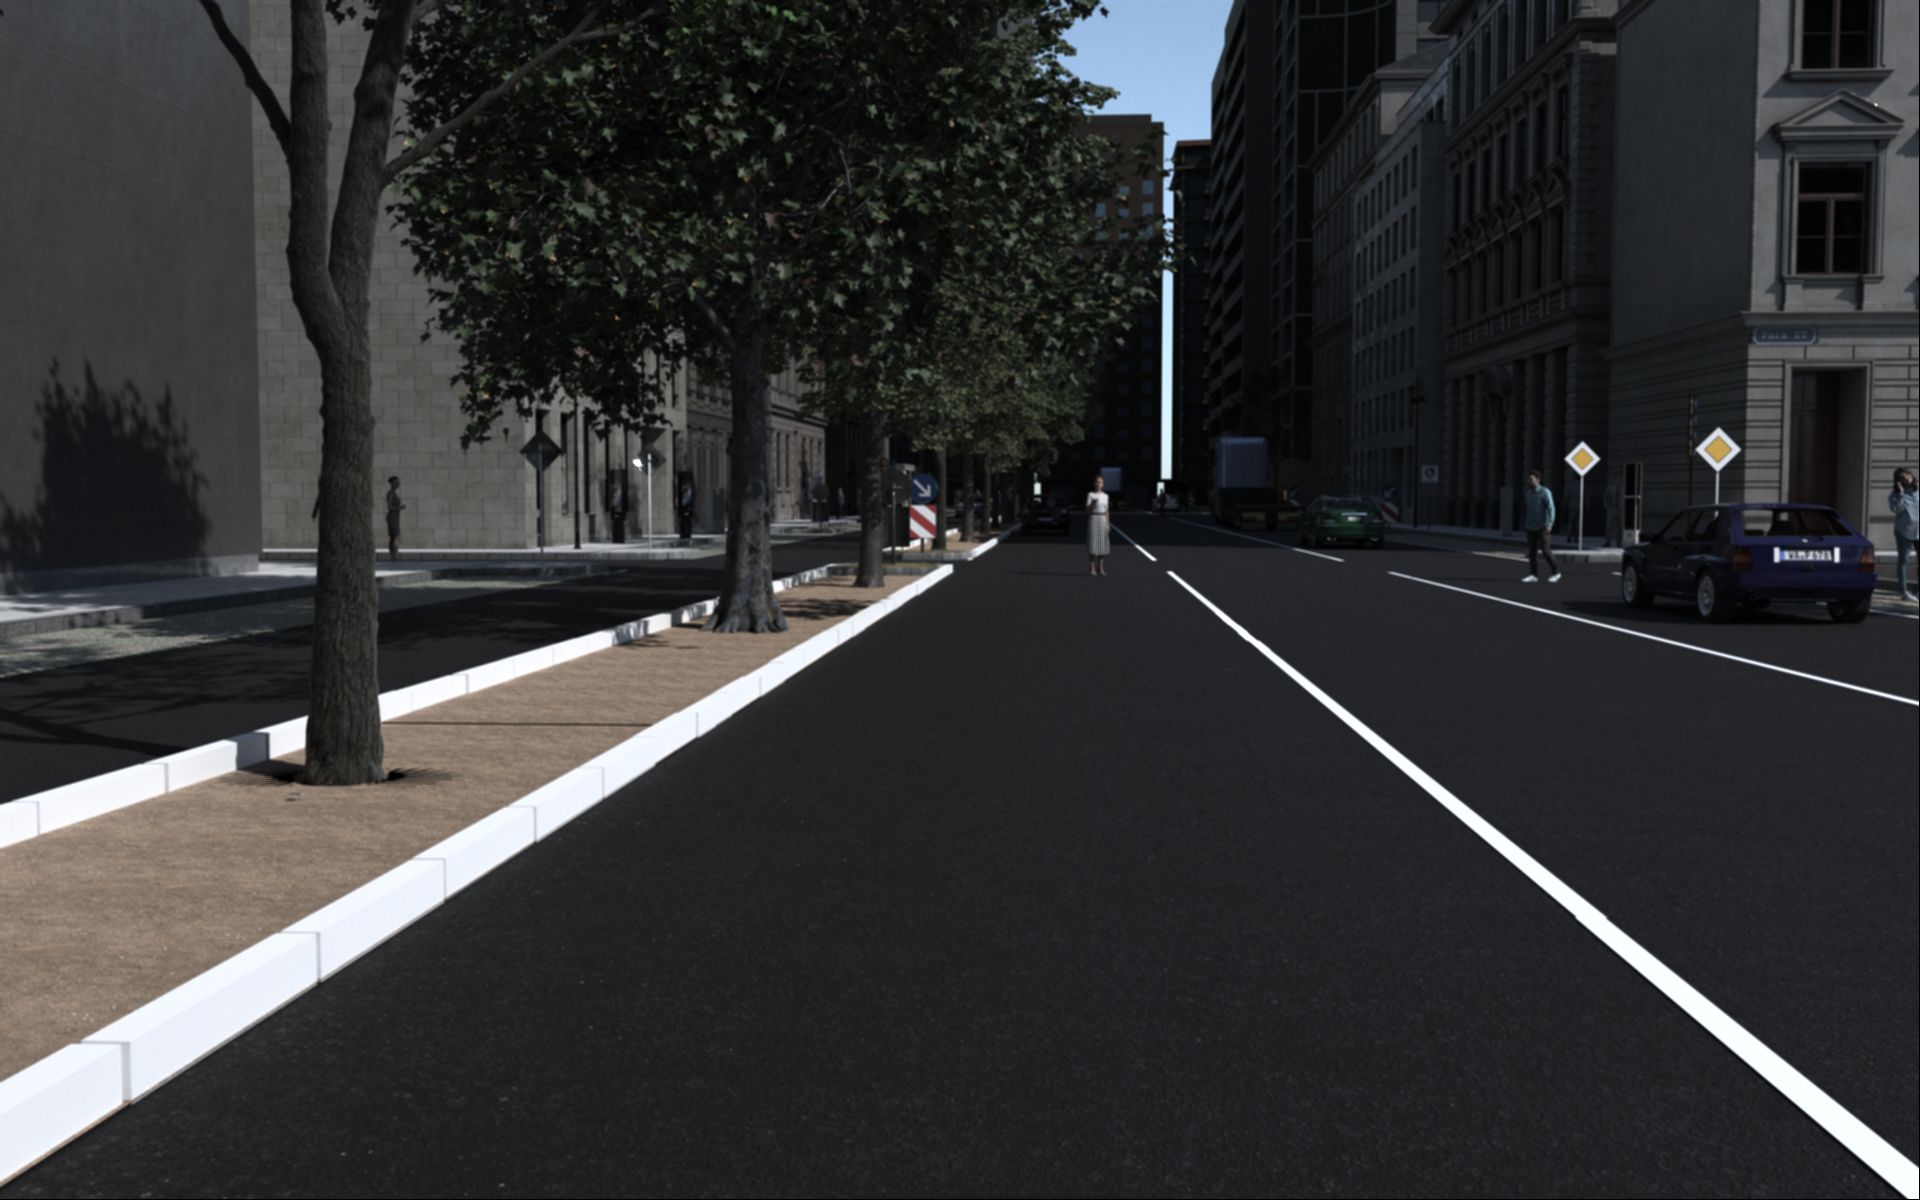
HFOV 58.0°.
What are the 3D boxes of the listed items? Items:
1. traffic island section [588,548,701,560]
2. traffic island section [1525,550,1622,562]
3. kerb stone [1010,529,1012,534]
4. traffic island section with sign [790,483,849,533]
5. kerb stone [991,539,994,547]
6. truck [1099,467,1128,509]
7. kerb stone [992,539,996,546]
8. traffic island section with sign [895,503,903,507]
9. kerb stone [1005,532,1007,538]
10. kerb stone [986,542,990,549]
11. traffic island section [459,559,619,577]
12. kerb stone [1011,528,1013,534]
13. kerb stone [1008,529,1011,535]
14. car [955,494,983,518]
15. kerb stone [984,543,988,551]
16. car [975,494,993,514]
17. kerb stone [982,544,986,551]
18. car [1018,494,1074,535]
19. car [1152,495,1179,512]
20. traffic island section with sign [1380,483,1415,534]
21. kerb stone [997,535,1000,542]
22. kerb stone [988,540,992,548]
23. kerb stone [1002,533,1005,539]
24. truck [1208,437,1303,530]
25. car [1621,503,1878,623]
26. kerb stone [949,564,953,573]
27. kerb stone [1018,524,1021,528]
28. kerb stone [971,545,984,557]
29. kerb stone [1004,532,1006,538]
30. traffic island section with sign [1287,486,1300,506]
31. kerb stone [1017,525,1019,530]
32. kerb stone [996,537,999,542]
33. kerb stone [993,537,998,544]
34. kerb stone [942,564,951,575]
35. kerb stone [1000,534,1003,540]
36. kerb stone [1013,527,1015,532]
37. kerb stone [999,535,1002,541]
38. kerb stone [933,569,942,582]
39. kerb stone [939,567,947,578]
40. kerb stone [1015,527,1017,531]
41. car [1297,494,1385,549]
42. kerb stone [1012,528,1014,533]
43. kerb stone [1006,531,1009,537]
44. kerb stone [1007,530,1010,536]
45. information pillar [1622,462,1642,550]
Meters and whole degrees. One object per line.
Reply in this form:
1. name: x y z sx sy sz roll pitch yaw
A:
1. traffic island section: -7.068 -1.041 39.297 2.009 0.180 2.903 0 4 4
2. traffic island section: 13.629 -0.958 37.938 2.009 0.180 2.903 0 4 4
3. kerb stone: 1.631 -2.270 59.307 0.120 0.150 1.000 0 4 4
4. traffic island section with sign: -5.137 -3.376 63.827 1.989 1.847 2.006 0 4 4
5. kerb stone: 0.752 -1.456 46.001 0.120 0.150 1.000 0 4 4
6. truck: 14.788 -10.900 167.974 2.967 4.110 18.799 0 4 4
7. kerb stone: 0.822 -1.510 47.021 0.120 0.150 1.000 0 4 4
8. traffic island section with sign: -3.300 -5.072 91.554 1.989 1.847 2.006 0 4 4
9. kerb stone: 1.351 -2.018 55.208 0.120 0.150 1.000 0 4 4
10. kerb stone: 0.613 -1.331 43.952 0.120 0.150 1.000 0 4 4
11. traffic island section: -7.591 -0.553 31.329 2.009 0.180 2.903 0 4 4
12. kerb stone: 1.688 -2.332 60.330 0.120 0.150 1.000 0 4 4
13. kerb stone: 1.557 -2.207 58.280 0.120 0.150 1.000 0 4 4
14. car: 0.738 -5.710 105.355 2.014 1.417 4.499 0 4 6
15. kerb stone: 0.548 -1.268 42.931 0.120 0.150 1.000 0 4 4
16. car: 1.489 -7.162 128.888 2.131 1.459 4.920 0 4 5
17. kerb stone: 0.479 -1.199 41.912 0.120 0.150 1.000 0 4 4
18. car: 3.069 -3.178 61.741 2.009 1.686 4.222 0 4 3
19. car: 16.360 -7.678 137.889 2.083 1.381 4.827 0 4 2
20. traffic island section with sign: 15.249 -3.294 62.484 1.989 1.847 2.006 0 4 4
21. kerb stone: 1.015 -1.706 50.092 0.120 0.150 1.000 0 4 4
22. kerb stone: 0.683 -1.393 44.971 0.120 0.150 1.000 0 4 4
23. kerb stone: 1.212 -1.894 53.165 0.120 0.150 1.000 0 4 4
24. truck: 12.904 -5.301 76.425 2.967 4.110 18.799 0 4 5
25. car: 9.240 -0.491 20.614 1.945 1.354 3.894 0 4 2
26. kerb stone: -0.222 -0.546 31.128 0.120 0.150 1.000 0 4 4
27. kerb stone: 2.229 -2.829 68.500 0.120 0.150 1.000 0 4 4
28. kerb stone: 0.411 -1.142 40.884 0.120 0.150 1.000 0 4 4
29. kerb stone: 1.281 -1.957 54.185 0.120 0.150 1.000 0 4 4
30. traffic island section with sign: 17.029 -4.946 89.491 1.989 1.847 2.006 0 4 4
31. kerb stone: 2.091 -2.707 66.460 0.120 0.150 1.000 0 4 4
32. kerb stone: 0.944 -1.637 49.073 0.120 0.150 1.000 0 4 4
33. kerb stone: 0.889 -1.581 48.049 0.120 0.150 1.000 0 4 4
34. kerb stone: -0.296 -0.481 30.099 0.120 0.150 1.000 0 4 4
35. kerb stone: 1.150 -1.826 52.145 0.120 0.150 1.000 0 4 4
36. kerb stone: 1.830 -2.457 62.370 0.120 0.150 1.000 0 4 4
37. kerb stone: 1.082 -1.768 51.113 0.120 0.150 1.000 0 4 4
38. kerb stone: -0.431 -0.358 28.057 0.120 0.150 1.000 0 4 4
39. kerb stone: -0.363 -0.421 29.079 0.120 0.150 1.000 0 4 4
40. kerb stone: 1.899 -2.517 63.390 0.120 0.150 1.000 0 4 4
41. car: 10.269 -2.140 46.795 2.131 1.459 4.920 0 4 4
42. kerb stone: 1.750 -2.395 61.351 0.120 0.150 1.000 0 4 4
43. kerb stone: 1.425 -2.078 56.232 0.120 0.150 1.000 0 4 4
44. kerb stone: 1.490 -2.142 57.260 0.120 0.150 1.000 0 4 4
45. information pillar: 15.447 -2.160 39.809 0.304 2.012 0.304 3 5 40
